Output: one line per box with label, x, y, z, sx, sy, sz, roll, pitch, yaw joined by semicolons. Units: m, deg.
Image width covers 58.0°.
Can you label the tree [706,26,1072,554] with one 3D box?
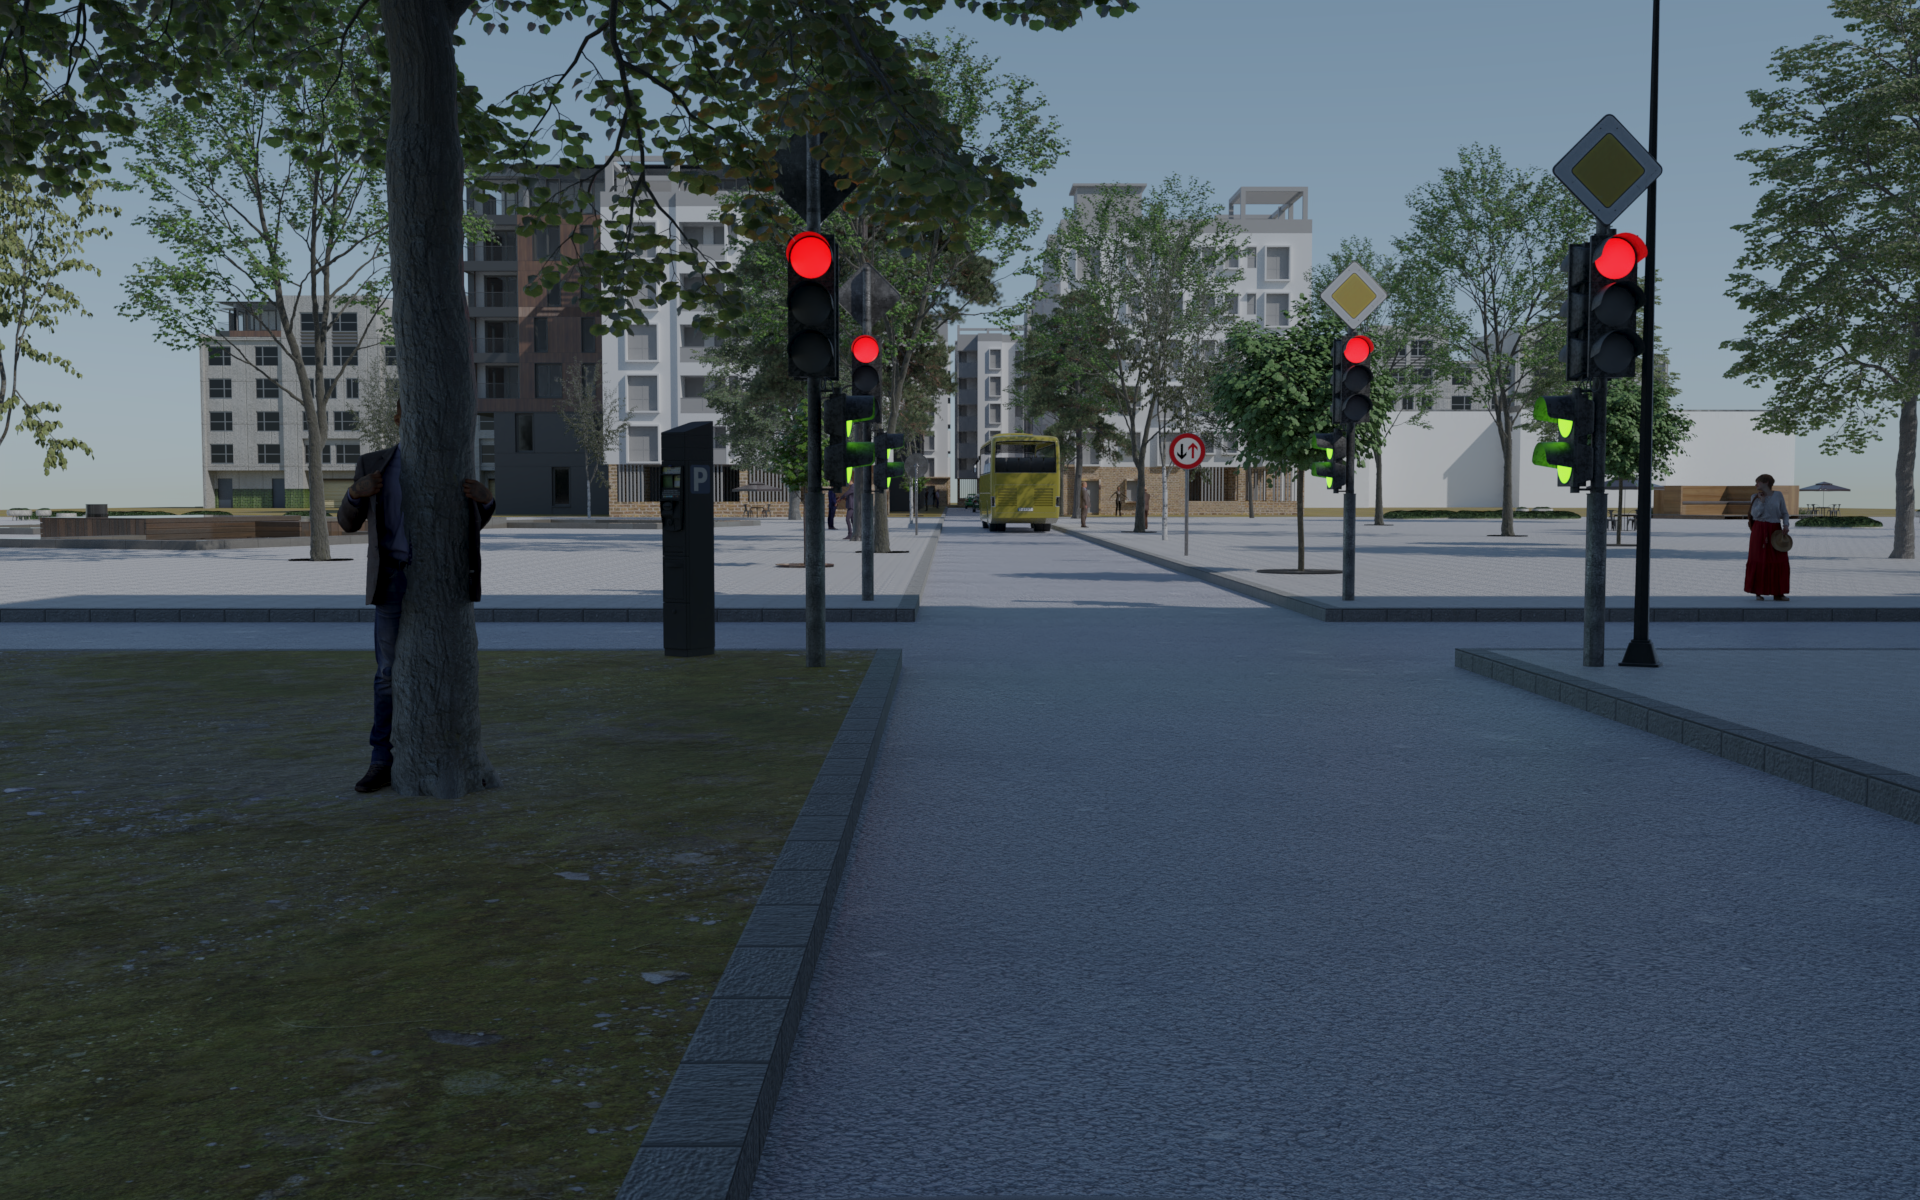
tree;-1.606;-6.835;37.511;9.928;11.665;9.643;0;3;0

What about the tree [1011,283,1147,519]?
tree;6.156;-10.254;89.705;6.751;12.117;7.091;0;3;0

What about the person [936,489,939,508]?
person;-1.947;-9.010;154.290;0.436;1.711;0.756;1;4;14

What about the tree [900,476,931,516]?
tree;-2.669;-6.465;100.298;1.663;3.219;1.824;0;3;0

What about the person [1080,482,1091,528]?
person;4.797;-3.650;66.268;0.434;1.755;0.990;0;4;1

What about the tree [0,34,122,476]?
tree;-13.064;-4.433;22.849;4.737;8.622;4.395;0;3;0

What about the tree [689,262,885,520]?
tree;-8.293;-10.926;85.298;9.857;13.997;8.962;0;3;0

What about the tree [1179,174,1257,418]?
tree;5.921;-8.029;57.027;9.928;11.665;9.643;0;3;0

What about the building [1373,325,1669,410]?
building;58.403;-19.787;189.969;31.486;18.905;16.747;0;4;0

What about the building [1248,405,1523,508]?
building;38.581;-13.782;167.477;28.070;9.664;9.099;0;4;0

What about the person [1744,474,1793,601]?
person;9.725;-0.753;20.820;0.523;1.526;0.387;1;4;23

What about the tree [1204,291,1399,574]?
tree;5.603;-2.726;28.279;4.285;4.588;4.351;0;3;0

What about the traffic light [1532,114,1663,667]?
traffic light;4.707;-1.441;12.807;0.839;4.213;0.868;0;4;0

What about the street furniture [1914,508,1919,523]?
street furniture;46.440;-3.584;74.218;5.734;0.657;10.072;-2;4;-30

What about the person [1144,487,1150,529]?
person;6.677;-3.349;63.076;0.482;1.546;0.388;-1;4;-23

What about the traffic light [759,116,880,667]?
traffic light;-1.054;-1.438;12.764;0.839;4.213;0.868;0;4;0

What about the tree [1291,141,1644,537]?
tree;16.367;-7.720;51.985;9.928;11.665;9.643;0;3;0

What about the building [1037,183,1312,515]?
building;13.425;-15.591;111.324;16.016;20.091;11.380;0;4;0

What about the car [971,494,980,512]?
car;1.901;-7.627;136.501;2.131;1.459;4.920;0;4;1

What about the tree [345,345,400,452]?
tree;-27.250;-8.198;84.397;4.360;8.622;3.978;0;3;0

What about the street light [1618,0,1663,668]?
street light;4.554;-2.462;12.792;1.470;5.913;1.316;0;4;0

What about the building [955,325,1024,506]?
building;5.123;-20.302;188.356;11.380;20.091;16.016;0;4;0

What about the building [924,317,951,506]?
building;-6.724;-20.318;188.621;11.380;20.091;16.016;0;4;0

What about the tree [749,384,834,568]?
tree;-2.669;-2.183;30.288;1.663;3.219;1.824;0;3;0

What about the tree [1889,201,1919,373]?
tree;31.024;-7.591;49.865;9.928;11.665;9.643;0;3;0

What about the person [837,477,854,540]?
person;-3.188;-2.597;48.951;0.568;1.767;0.683;0;4;3

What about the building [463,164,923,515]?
building;-17.110;-17.121;123.903;27.936;21.610;32.646;0;4;0

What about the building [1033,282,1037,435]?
building;13.750;-16.980;134.044;16.016;20.091;11.380;0;4;0

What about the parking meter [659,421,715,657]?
parking meter;-2.161;-0.491;13.737;0.255;1.863;0.399;2;4;34

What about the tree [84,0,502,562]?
tree;-12.376;-6.558;32.981;9.928;11.665;9.643;0;3;0

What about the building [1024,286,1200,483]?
building;14.734;-17.684;155.589;16.747;18.905;31.486;0;4;0

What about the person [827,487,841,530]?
person;-4.543;-3.412;62.531;0.504;1.737;0.576;-2;4;-29

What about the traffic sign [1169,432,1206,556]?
traffic sign;4.709;-2.193;35.957;0.768;2.556;0.104;0;4;2

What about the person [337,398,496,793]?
person;-2.335;-0.037;7.469;0.655;1.722;0.431;-1;4;-18

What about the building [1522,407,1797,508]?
building;66.658;-13.795;167.702;28.070;9.664;9.099;0;4;0

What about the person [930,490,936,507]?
person;-2.429;-9.830;167.583;1.217;1.723;0.721;3;5;40

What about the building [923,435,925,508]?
building;-19.682;-19.151;157.097;32.646;21.610;27.936;0;4;0

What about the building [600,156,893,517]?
building;-11.921;-15.005;101.749;16.016;20.091;11.380;0;4;0

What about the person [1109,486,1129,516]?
person;9.173;-5.699;99.937;1.217;1.735;0.721;-1;4;-18

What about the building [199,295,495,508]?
building;-51.941;-18.119;162.700;31.486;18.905;16.747;0;4;0

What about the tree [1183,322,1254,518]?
tree;15.208;-9.638;91.997;7.601;10.594;8.767;0;4;3

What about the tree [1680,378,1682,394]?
tree;28.506;-9.792;78.229;7.486;12.596;7.792;0;3;0

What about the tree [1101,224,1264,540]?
tree;5.844;-5.944;47.541;4.360;8.622;3.978;0;3;0

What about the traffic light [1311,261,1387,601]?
traffic light;4.669;-1.929;20.792;0.839;4.213;0.868;0;4;0

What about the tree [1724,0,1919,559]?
tree;19.158;-7.083;33.930;7.486;12.596;7.792;0;3;0

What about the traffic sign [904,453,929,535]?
traffic sign;-1.357;-3.290;53.905;0.768;2.556;0.104;1;4;9

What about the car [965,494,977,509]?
car;1.370;-9.785;168.783;1.959;1.807;4.718;0;4;0

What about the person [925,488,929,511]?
person;-2.609;-7.608;130.954;0.721;1.766;1.217;0;4;0

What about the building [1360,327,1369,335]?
building;26.921;-19.733;189.096;31.486;18.905;16.747;0;4;0

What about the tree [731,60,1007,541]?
tree;-2.473;-8.545;47.142;7.806;13.903;7.818;0;3;0

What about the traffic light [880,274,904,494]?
traffic light;-1.092;-1.927;20.749;0.839;4.213;0.868;0;4;0

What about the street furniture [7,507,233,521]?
street furniture;-41.617;-4.286;85.697;10.072;0.657;5.734;0;4;-6

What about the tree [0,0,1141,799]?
tree;-2.655;-5.436;7.012;7.486;12.596;7.792;0;3;0

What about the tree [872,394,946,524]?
tree;-2.336;-7.603;74.667;4.360;8.622;3.978;0;3;0

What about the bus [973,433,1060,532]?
bus;2.204;-4.736;68.973;2.896;3.916;12.252;0;4;-2

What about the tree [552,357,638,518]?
tree;-19.777;-8.733;93.154;4.360;8.622;3.978;0;3;0

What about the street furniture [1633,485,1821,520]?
street furniture;40.561;-5.156;91.148;9.812;1.723;11.010;-1;4;-23

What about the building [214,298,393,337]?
building;-62.606;-21.426;194.286;32.646;21.610;27.936;0;4;0

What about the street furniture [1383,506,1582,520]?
street furniture;26.661;-4.508;89.335;10.072;0.657;5.734;0;4;4

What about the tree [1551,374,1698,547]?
tree;16.340;-3.611;42.759;4.285;4.588;4.351;0;3;0
